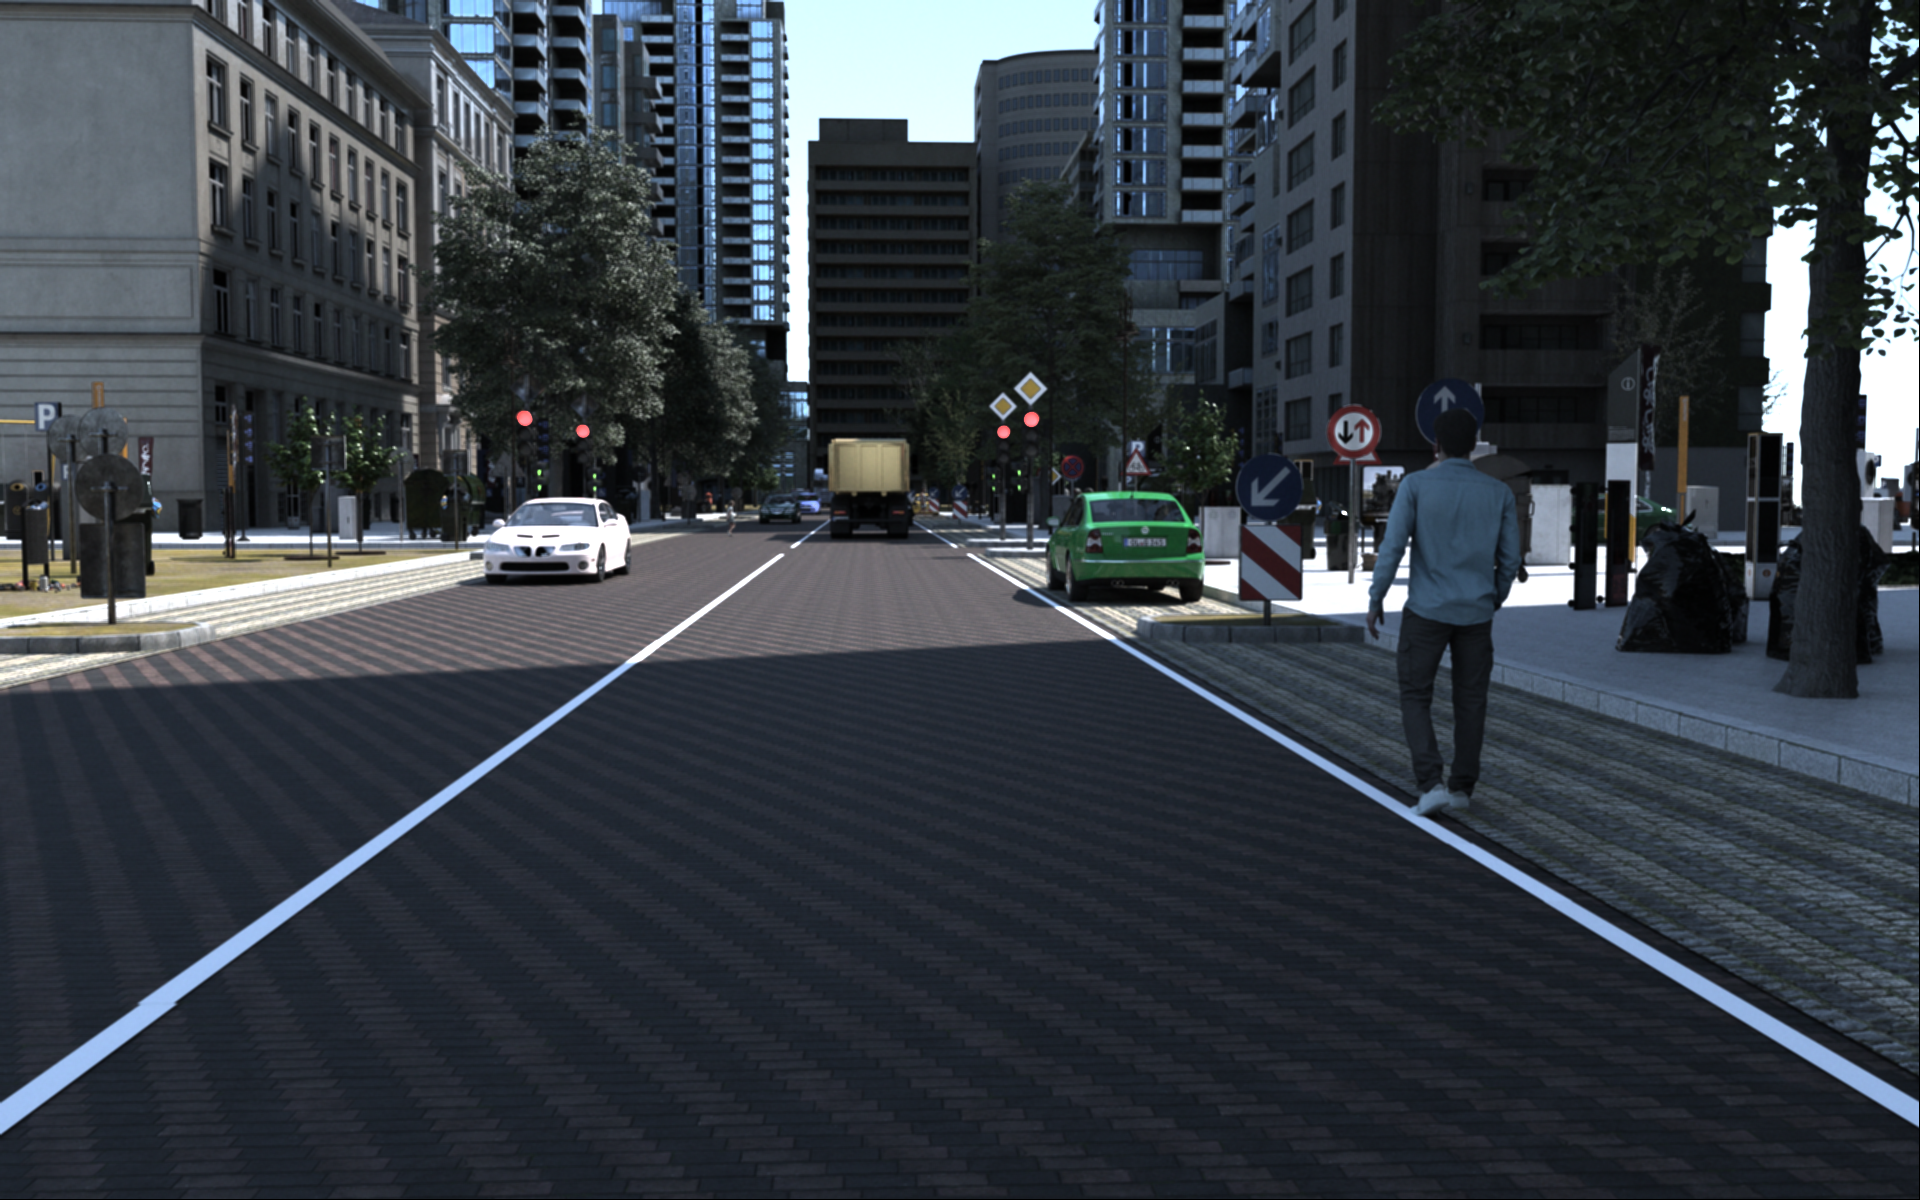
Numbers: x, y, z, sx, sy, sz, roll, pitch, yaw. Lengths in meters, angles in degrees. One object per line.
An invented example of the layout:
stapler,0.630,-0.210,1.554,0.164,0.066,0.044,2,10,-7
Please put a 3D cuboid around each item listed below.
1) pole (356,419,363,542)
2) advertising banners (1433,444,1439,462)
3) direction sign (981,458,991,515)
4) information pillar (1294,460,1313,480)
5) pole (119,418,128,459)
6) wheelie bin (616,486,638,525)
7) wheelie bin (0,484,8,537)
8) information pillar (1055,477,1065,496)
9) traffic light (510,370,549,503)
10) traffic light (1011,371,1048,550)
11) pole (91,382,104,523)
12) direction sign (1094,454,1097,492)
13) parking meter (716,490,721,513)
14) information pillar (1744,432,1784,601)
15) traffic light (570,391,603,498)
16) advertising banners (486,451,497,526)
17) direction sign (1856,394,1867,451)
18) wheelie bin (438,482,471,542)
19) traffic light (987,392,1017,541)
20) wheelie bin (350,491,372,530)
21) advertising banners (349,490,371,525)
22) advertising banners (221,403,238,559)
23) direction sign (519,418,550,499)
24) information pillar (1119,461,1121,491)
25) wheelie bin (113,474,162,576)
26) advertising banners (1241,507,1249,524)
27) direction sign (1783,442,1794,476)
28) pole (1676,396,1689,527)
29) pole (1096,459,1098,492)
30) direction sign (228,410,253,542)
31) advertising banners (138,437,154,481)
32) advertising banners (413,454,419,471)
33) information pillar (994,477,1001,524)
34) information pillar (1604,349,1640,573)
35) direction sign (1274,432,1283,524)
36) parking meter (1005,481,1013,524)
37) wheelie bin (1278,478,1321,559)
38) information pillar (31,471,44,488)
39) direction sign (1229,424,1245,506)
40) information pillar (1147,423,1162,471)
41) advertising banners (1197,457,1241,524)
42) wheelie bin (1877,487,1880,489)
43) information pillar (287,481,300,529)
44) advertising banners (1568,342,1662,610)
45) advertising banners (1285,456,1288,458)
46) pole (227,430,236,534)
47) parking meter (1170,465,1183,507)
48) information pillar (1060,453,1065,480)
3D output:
pole,-16.011,-3.197,46.117,0.158,3.312,0.155,0,3,0
advertising banners,15.083,-3.402,51.813,2.074,3.025,0.090,3,4,37
direction sign,1.594,-7.141,108.746,0.876,3.537,0.379,2,4,28
information pillar,7.409,-2.015,37.430,0.304,2.012,0.304,-1,4,-19
pole,-22.435,-3.219,46.467,0.158,3.312,0.155,0,3,0
wheelie bin,-14.998,-4.332,78.734,0.980,1.594,0.693,-2,4,-31
wheelie bin,-28.860,-2.705,52.141,0.980,1.594,0.693,0,4,-2
information pillar,5.197,-5.165,88.940,0.304,2.012,0.304,1,4,22
traffic light,-9.749,-3.072,39.155,0.839,4.253,0.868,0,4,-3
traffic light,1.595,-3.111,39.782,0.839,4.253,0.868,0,4,-3
pole,-15.734,-2.315,31.688,0.158,3.312,0.155,0,3,0
direction sign,7.676,-6.492,98.143,0.379,3.537,0.876,1,4,10
parking meter,-16.662,-6.804,119.650,0.372,1.533,0.369,0,3,0
information pillar,9.661,-0.999,20.823,0.304,2.012,0.304,0,4,4
traffic light,-10.181,-3.560,47.128,0.839,4.253,0.868,0,4,-3
advertising banners,-19.632,-4.521,70.111,2.074,3.025,0.090,1,4,12
direction sign,20.101,-2.895,39.326,0.876,3.537,0.379,0,4,0
wheelie bin,-13.550,-2.360,46.497,0.693,1.594,0.980,0,4,8
traffic light,1.163,-3.598,47.756,0.839,4.253,0.868,0,4,-3
wheelie bin,-21.545,-3.321,62.200,0.693,1.594,0.980,-3,5,-42
advertising banners,-24.625,-4.498,69.737,0.090,3.025,2.074,2,4,33
advertising banners,-14.487,-2.335,34.368,0.090,3.025,2.074,-2,4,-30
direction sign,-12.600,-3.626,51.280,0.876,3.537,0.379,-1,4,-18
information pillar,11.331,-8.049,122.961,0.183,3.616,0.504,0,4,-2
wheelie bin,-13.116,-1.183,27.256,0.980,1.594,0.693,-2,4,-33
advertising banners,10.183,-4.256,65.780,2.074,3.025,0.090,-2,4,-33
direction sign,35.920,-5.111,75.554,0.379,3.537,0.876,-2,4,-32
pole,15.068,-2.587,36.133,0.158,3.312,0.155,0,3,0
pole,7.954,-6.560,101.105,0.158,3.312,0.155,0,3,0
direction sign,-19.421,-3.354,46.841,0.379,3.537,0.876,1,4,18
advertising banners,-25.703,-3.493,53.305,2.074,3.025,0.090,1,4,11
advertising banners,-23.403,-4.886,76.081,0.090,3.025,2.074,1,4,23
information pillar,1.643,-4.217,73.437,0.304,2.012,0.304,-3,5,-44
information pillar,10.795,-2.255,28.217,0.504,3.616,0.183,3,4,38
direction sign,11.770,-4.409,64.087,0.379,3.537,0.876,0,4,-8
parking meter,2.083,-4.240,75.032,0.399,1.863,0.255,3,5,41
wheelie bin,6.609,-1.609,34.209,0.980,1.594,0.693,0,4,-8
information pillar,-28.989,-3.057,54.474,0.304,2.012,0.304,-3,4,-37
direction sign,9.016,-3.944,56.478,0.379,3.537,0.876,-2,4,-25
information pillar,6.422,-4.021,57.098,0.504,3.616,0.183,0,4,-5
advertising banners,7.657,-3.425,52.189,0.090,3.025,2.074,-2,4,-31
wheelie bin,43.877,-4.576,82.731,0.693,1.594,0.980,3,5,44
information pillar,-24.214,-3.571,62.877,0.304,2.012,0.304,2,4,34
advertising banners,7.474,-1.436,19.672,2.074,3.025,0.090,-3,5,-43
advertising banners,14.559,-4.777,74.286,2.074,3.025,0.090,1,4,17
pole,-23.269,-3.760,55.323,0.158,3.312,0.155,0,3,0
parking meter,4.363,-1.788,34.951,0.255,1.863,0.399,1,4,10
information pillar,5.897,-6.626,99.685,0.183,3.616,0.504,2,4,34
